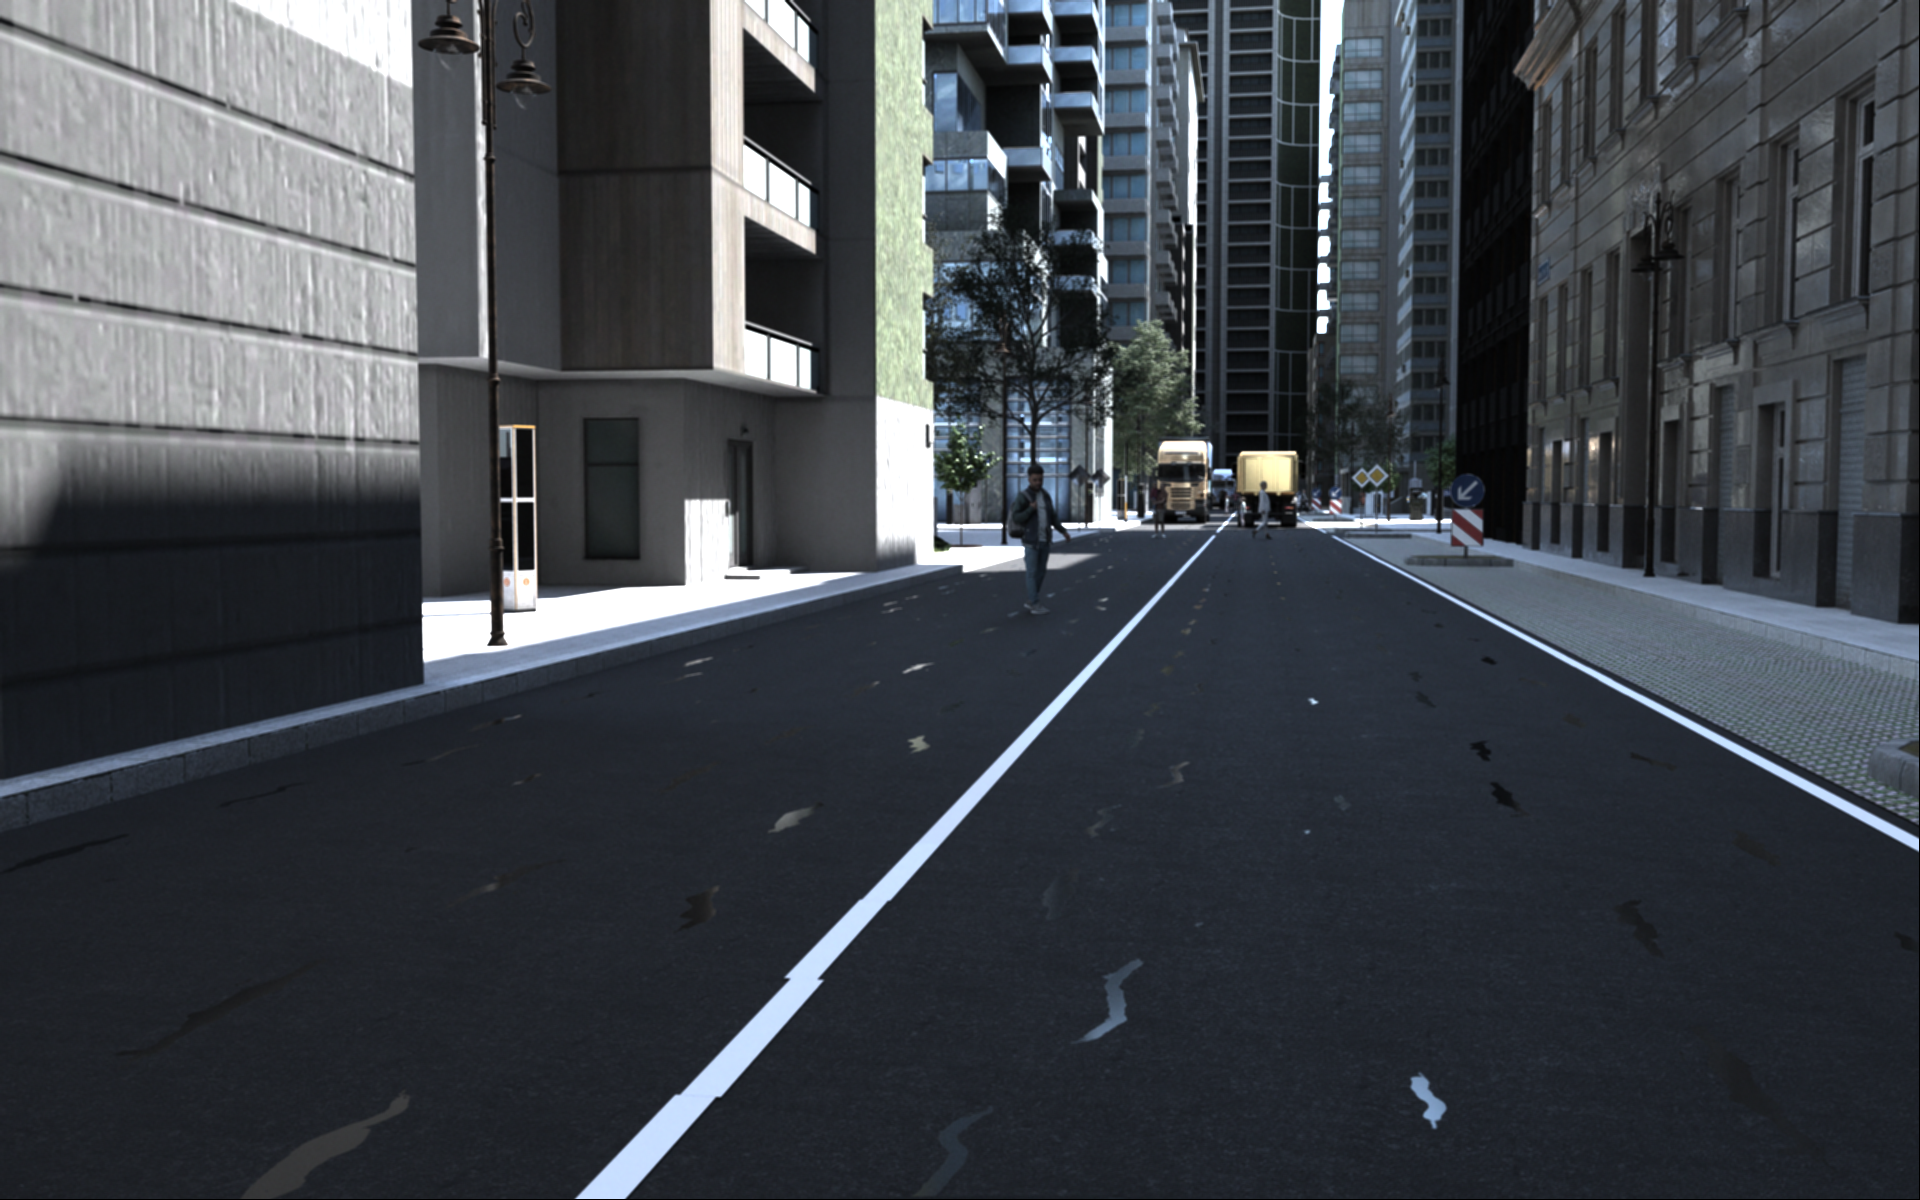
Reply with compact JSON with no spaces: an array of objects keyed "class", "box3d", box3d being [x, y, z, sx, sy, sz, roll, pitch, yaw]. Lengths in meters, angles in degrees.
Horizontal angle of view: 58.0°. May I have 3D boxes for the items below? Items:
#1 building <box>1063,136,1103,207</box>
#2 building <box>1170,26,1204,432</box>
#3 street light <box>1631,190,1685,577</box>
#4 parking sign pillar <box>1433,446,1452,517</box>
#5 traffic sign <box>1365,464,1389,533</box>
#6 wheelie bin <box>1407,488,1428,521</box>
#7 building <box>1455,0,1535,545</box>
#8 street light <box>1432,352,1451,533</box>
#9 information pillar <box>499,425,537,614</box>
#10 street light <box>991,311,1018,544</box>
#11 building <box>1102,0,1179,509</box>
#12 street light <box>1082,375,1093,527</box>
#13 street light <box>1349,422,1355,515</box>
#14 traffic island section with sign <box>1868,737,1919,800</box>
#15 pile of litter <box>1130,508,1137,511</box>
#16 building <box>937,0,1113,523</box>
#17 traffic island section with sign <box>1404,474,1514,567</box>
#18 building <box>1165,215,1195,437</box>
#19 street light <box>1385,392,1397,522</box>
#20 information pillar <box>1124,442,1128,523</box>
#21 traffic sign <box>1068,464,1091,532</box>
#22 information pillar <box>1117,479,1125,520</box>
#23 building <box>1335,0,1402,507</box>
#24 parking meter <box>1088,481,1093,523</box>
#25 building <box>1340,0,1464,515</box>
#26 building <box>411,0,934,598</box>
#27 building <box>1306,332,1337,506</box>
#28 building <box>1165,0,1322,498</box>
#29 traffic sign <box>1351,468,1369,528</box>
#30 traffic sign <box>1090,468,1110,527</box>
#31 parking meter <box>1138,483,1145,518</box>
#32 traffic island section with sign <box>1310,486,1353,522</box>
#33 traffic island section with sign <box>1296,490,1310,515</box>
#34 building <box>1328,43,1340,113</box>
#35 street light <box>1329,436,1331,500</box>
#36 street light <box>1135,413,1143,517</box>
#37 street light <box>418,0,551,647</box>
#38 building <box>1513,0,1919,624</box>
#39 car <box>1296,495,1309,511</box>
[{"class":"building","box3d":[2.484,-21.454,122.469,14.160,30.474,14.107,1,4,10]},{"class":"building","box3d":[14.282,-37.593,203.892,27.495,52.752,28.713,1,4,10]},{"class":"street light","box3d":[10.709,-3.299,26.729,0.468,5.910,1.993,1,4,10]},{"class":"parking sign pillar","box3d":[27.003,-6.575,95.968,1.447,3.967,1.447,1,4,21]},{"class":"traffic sign","box3d":[13.758,-3.275,57.189,0.795,2.450,0.064,1,4,10]},{"class":"wheelie bin","box3d":[22.023,-4.621,83.456,0.980,1.594,0.693,1,4,17]},{"class":"building","box3d":[20.999,-13.318,47.422,12.332,23.373,15.834,1,4,10]},{"class":"street light","box3d":[15.662,-5.118,56.464,0.468,5.910,1.993,1,4,10]},{"class":"information pillar","box3d":[-4.797,-0.871,18.728,0.304,2.012,0.304,2,4,35]},{"class":"street light","box3d":[1.128,-4.353,43.963,0.468,5.910,1.993,1,4,10]},{"class":"building","box3d":[8.254,-32.900,157.521,23.786,49.044,30.456,1,4,10]},{"class":"street light","box3d":[4.901,-5.761,66.974,0.468,5.910,1.993,1,4,10]},{"class":"street light","box3d":[24.570,-8.298,108.456,0.468,5.910,1.993,1,4,10]},{"class":"traffic island section with sign","box3d":[5.487,0.033,8.091,1.989,1.847,2.006,1,4,10]},{"class":"pile of litter","box3d":[13.429,-7.058,129.357,1.176,0.858,1.719,-1,4,-21]},{"class":"building","box3d":[-2.567,-47.585,90.681,22.319,86.520,31.000,1,4,10]},{"class":"traffic island section with sign","box3d":[10.028,-1.610,34.952,1.989,1.847,2.006,1,4,10]},{"class":"building","box3d":[16.848,-24.923,179.195,14.160,30.474,14.107,1,4,10]},{"class":"street light","box3d":[19.577,-6.490,78.902,0.468,5.910,1.993,1,4,10]},{"class":"information pillar","box3d":[7.487,-5.307,78.125,0.183,3.616,0.504,0,4,3]},{"class":"traffic sign","box3d":[4.054,-3.376,58.844,0.795,2.450,0.064,1,4,10]},{"class":"information pillar","box3d":[8.089,-5.044,86.968,0.304,2.012,0.304,3,5,41]},{"class":"building","box3d":[38.815,-28.251,145.498,14.154,41.232,14.086,1,4,10]},{"class":"parking meter","box3d":[5.689,-4.280,75.684,0.255,1.863,0.399,0,4,1]},{"class":"building","box3d":[41.721,-25.742,112.767,32.217,40.220,23.993,1,4,10]},{"class":"building","box3d":[-8.569,-20.980,26.621,14.154,41.232,14.086,1,4,10]},{"class":"building","box3d":[54.059,-21.552,197.421,27.650,21.520,28.899,1,4,10]},{"class":"building","box3d":[37.386,-48.490,231.056,20.611,71.187,20.563,1,4,10]},{"class":"traffic sign","box3d":[15.089,-3.757,65.063,0.795,2.450,0.064,1,4,10]},{"class":"traffic sign","box3d":[5.385,-3.858,66.718,0.795,2.450,0.064,1,4,10]},{"class":"parking meter","box3d":[9.756,-5.348,93.155,0.255,1.863,0.399,1,4,23]},{"class":"traffic island section with sign","box3d":[19.234,-4.940,89.389,1.989,1.847,2.006,1,4,10]},{"class":"traffic island section with sign","box3d":[23.767,-6.580,116.208,1.989,1.847,2.006,1,4,10]},{"class":"building","box3d":[47.129,-33.523,167.707,23.786,49.044,30.456,1,4,10]},{"class":"street light","box3d":[29.584,-10.132,138.439,0.468,5.910,1.993,1,4,10]},{"class":"street light","box3d":[9.947,-7.564,96.461,0.468,5.910,1.993,1,4,10]},{"class":"street light","box3d":[-3.912,-2.550,14.475,0.468,5.910,1.993,1,4,10]},{"class":"building","box3d":[16.840,-14.067,27.262,12.463,27.353,25.104,1,4,10]},{"class":"car","box3d":[29.557,-8.525,151.750,2.083,1.381,4.827,0,4,8]}]
